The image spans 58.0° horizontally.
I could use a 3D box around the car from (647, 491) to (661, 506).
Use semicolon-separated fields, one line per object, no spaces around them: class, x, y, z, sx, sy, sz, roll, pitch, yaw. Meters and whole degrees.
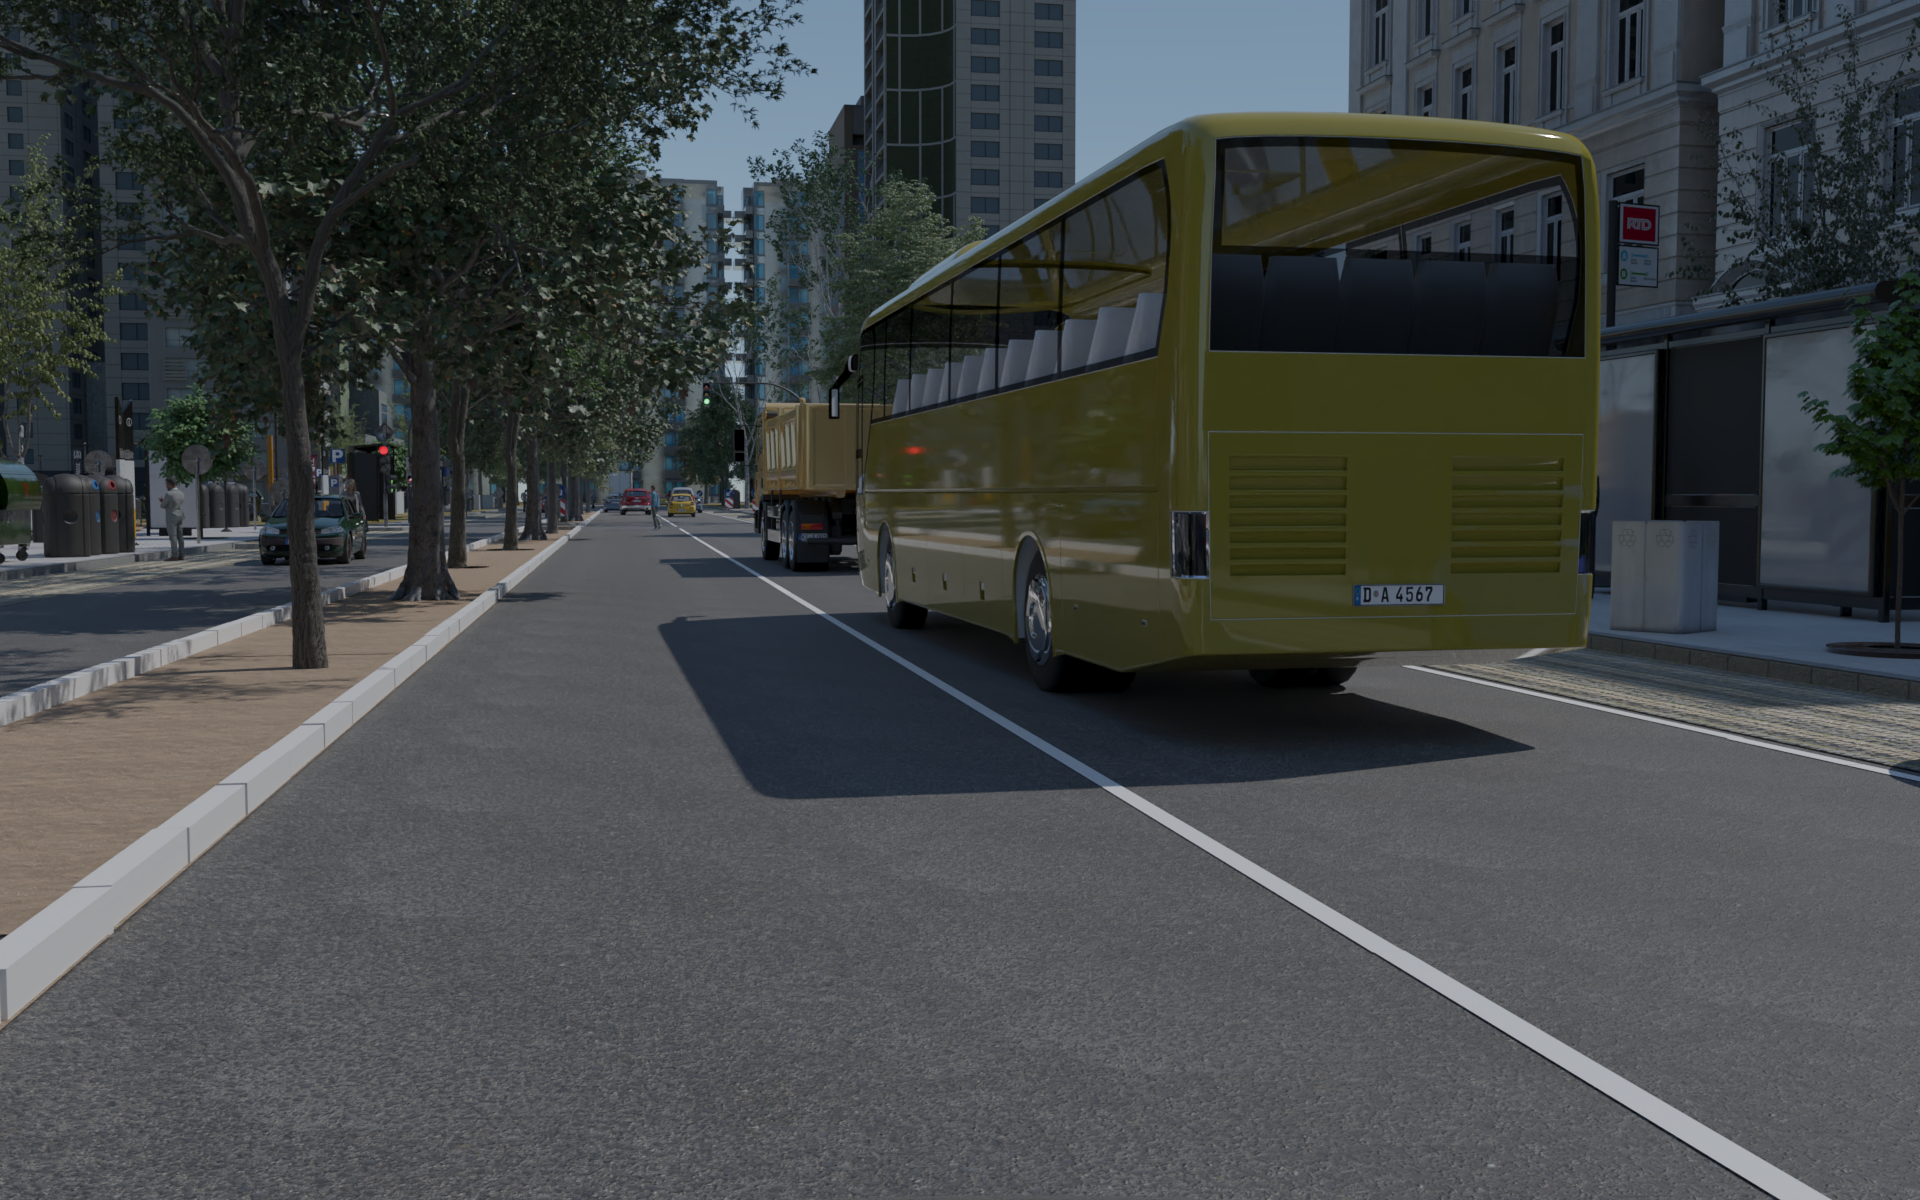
car;-38.594;-12.781;217.636;2.281;1.827;5.304;-1;4;-10

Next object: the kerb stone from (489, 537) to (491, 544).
kerb stone;-13.429;-1.639;48.999;0.120;0.150;1.000;-1;4;-11

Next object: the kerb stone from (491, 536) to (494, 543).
kerb stone;-13.623;-1.701;50.002;0.120;0.150;1.000;-1;4;-11

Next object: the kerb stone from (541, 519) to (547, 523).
kerb stone;-20.797;-3.950;86.770;0.120;0.150;1.000;-1;4;-11

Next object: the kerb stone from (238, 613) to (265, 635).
kerb stone;-7.343;0.270;17.815;0.120;0.150;1.000;-1;4;-11

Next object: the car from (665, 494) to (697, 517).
car;-17.402;-5.989;108.141;2.015;1.641;3.980;-1;4;-9

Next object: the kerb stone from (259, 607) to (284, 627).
kerb stone;-7.537;0.207;18.819;0.120;0.150;1.000;-1;4;-11

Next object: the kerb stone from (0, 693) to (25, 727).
kerb stone;-5.966;0.702;10.773;0.120;0.150;1.000;-1;4;-11

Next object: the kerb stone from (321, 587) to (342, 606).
kerb stone;-8.328;-0.040;22.845;0.120;0.150;1.000;-1;4;-11

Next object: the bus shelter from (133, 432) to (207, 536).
bus shelter;-24.580;-3.760;55.398;2.014;3.302;5.546;-1;4;-11

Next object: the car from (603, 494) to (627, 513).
car;-26.729;-7.489;134.448;2.014;1.417;4.499;-1;4;-10

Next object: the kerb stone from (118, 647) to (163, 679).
kerb stone;-6.561;0.516;13.788;0.120;0.150;1.000;-1;4;-11

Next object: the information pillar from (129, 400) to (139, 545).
information pillar;-20.685;-3.160;43.020;0.183;3.616;0.504;1;4;9

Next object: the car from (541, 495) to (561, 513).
car;-31.355;-7.625;133.714;2.155;1.783;4.494;-1;4;-11

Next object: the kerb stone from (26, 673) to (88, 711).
kerb stone;-6.165;0.637;11.775;0.120;0.150;1.000;-1;4;-11

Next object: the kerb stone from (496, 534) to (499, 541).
kerb stone;-14.020;-1.823;52.007;0.120;0.150;1.000;-1;4;-11

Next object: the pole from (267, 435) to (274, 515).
pole;-23.868;-4.045;59.987;0.158;3.312;0.155;0;3;0

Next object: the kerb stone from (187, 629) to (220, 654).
kerb stone;-6.958;0.398;15.806;0.120;0.150;1.000;-1;4;-11

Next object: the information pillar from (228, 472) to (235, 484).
information pillar;-50.223;-7.830;119.370;0.504;3.616;0.183;0;4;2

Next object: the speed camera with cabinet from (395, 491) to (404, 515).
speed camera with cabinet;-35.523;-6.965;108.218;0.660;3.252;2.038;1;4;11

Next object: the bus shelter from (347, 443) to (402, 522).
bus shelter;-27.649;-5.547;81.969;1.731;3.624;6.357;-1;4;-11

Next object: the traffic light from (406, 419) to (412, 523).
traffic light;-21.955;-6.197;75.995;4.771;5.953;1.251;-1;4;-11

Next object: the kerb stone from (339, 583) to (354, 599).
kerb stone;-8.518;-0.101;23.852;0.120;0.150;1.000;-1;4;-11

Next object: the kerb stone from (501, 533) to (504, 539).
kerb stone;-14.411;-1.946;54.013;0.120;0.150;1.000;-1;4;-11

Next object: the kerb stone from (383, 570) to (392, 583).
kerb stone;-9.311;-0.342;27.867;0.120;0.150;1.000;-1;4;-11

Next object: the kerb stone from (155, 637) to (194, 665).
kerb stone;-6.756;0.452;14.799;0.120;0.150;1.000;-1;4;-11

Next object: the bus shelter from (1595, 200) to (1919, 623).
bus shelter;9.160;-2.678;21.424;2.179;5.291;8.768;-1;4;-11

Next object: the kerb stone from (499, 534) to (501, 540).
kerb stone;-14.210;-1.885;53.011;0.120;0.150;1.000;-1;4;-11

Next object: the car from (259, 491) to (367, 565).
car;-13.622;-1.638;36.567;2.009;1.686;4.222;-1;4;-12

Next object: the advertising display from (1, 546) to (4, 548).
advertising display;-23.173;-2.196;41.116;0.974;1.923;0.123;0;4;3

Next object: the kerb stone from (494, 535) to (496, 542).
kerb stone;-13.829;-1.762;51.003;0.120;0.150;1.000;-1;4;-11

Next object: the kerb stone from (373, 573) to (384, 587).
kerb stone;-9.107;-0.286;26.866;0.120;0.150;1.000;-1;4;-11

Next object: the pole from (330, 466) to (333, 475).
pole;-45.763;-8.096;126.208;0.158;3.312;0.155;0;3;0

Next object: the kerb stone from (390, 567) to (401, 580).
kerb stone;-9.491;-0.408;28.873;0.120;0.150;1.000;-1;4;-11

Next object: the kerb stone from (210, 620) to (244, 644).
kerb stone;-7.150;0.329;16.811;0.120;0.150;1.000;-1;4;-11

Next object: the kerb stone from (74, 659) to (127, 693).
kerb stone;-6.369;0.576;12.780;0.120;0.150;1.000;-1;4;-11

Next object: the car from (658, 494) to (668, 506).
car;-34.442;-11.598;199.843;2.015;1.641;3.980;-1;4;-12

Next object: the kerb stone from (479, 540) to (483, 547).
kerb stone;-12.841;-1.453;45.975;0.120;0.150;1.000;-1;4;-11

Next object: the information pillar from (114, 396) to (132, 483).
information pillar;-20.214;-3.080;41.711;0.183;3.616;0.504;-1;4;-12

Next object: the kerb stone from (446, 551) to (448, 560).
kerb stone;-11.467;-1.015;38.924;0.120;0.150;1.000;-1;4;-11

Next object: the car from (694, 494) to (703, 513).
car;-20.589;-7.348;132.149;2.014;1.417;4.499;-1;4;-11

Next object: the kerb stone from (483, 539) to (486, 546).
kerb stone;-13.030;-1.516;46.988;0.120;0.150;1.000;-1;4;-11

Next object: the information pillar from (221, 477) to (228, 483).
information pillar;-47.415;-7.333;111.248;0.183;3.616;0.504;-2;4;-35

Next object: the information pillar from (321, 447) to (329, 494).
information pillar;-27.945;-5.190;76.218;0.183;3.616;0.504;0;4;8

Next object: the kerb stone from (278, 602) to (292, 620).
kerb stone;-7.735;0.148;19.822;0.120;0.150;1.000;-1;4;-11

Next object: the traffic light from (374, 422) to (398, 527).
traffic light;-22.462;-4.820;67.725;0.839;4.253;0.868;-1;4;-11

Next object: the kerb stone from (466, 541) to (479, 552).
kerb stone;-12.647;-1.389;44.969;0.120;0.150;1.000;-1;4;-11

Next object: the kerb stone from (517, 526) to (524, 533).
kerb stone;-16.965;-2.745;67.079;0.120;0.150;1.000;-1;4;-11

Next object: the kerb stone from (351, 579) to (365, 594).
kerb stone;-8.718;-0.162;24.854;0.120;0.150;1.000;-1;4;-11

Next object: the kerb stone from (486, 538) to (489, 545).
kerb stone;-13.235;-1.577;47.991;0.120;0.150;1.000;-1;4;-11

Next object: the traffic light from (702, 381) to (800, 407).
traffic light;-8.049;-5.855;70.400;4.771;5.953;1.251;-1;4;-11

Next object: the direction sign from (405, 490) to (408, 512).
direction sign;-38.861;-7.913;121.382;0.876;3.537;0.379;2;4;34

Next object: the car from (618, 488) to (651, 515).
car;-22.331;-6.759;119.180;2.281;1.827;5.304;-1;4;-13

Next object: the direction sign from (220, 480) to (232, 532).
direction sign;-24.905;-4.079;58.696;0.876;3.537;0.379;1;4;23

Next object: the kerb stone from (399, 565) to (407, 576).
kerb stone;-9.705;-0.467;29.873;0.120;0.150;1.000;-1;4;-11

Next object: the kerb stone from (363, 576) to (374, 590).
kerb stone;-8.917;-0.224;25.861;0.120;0.150;1.000;-1;4;-11
